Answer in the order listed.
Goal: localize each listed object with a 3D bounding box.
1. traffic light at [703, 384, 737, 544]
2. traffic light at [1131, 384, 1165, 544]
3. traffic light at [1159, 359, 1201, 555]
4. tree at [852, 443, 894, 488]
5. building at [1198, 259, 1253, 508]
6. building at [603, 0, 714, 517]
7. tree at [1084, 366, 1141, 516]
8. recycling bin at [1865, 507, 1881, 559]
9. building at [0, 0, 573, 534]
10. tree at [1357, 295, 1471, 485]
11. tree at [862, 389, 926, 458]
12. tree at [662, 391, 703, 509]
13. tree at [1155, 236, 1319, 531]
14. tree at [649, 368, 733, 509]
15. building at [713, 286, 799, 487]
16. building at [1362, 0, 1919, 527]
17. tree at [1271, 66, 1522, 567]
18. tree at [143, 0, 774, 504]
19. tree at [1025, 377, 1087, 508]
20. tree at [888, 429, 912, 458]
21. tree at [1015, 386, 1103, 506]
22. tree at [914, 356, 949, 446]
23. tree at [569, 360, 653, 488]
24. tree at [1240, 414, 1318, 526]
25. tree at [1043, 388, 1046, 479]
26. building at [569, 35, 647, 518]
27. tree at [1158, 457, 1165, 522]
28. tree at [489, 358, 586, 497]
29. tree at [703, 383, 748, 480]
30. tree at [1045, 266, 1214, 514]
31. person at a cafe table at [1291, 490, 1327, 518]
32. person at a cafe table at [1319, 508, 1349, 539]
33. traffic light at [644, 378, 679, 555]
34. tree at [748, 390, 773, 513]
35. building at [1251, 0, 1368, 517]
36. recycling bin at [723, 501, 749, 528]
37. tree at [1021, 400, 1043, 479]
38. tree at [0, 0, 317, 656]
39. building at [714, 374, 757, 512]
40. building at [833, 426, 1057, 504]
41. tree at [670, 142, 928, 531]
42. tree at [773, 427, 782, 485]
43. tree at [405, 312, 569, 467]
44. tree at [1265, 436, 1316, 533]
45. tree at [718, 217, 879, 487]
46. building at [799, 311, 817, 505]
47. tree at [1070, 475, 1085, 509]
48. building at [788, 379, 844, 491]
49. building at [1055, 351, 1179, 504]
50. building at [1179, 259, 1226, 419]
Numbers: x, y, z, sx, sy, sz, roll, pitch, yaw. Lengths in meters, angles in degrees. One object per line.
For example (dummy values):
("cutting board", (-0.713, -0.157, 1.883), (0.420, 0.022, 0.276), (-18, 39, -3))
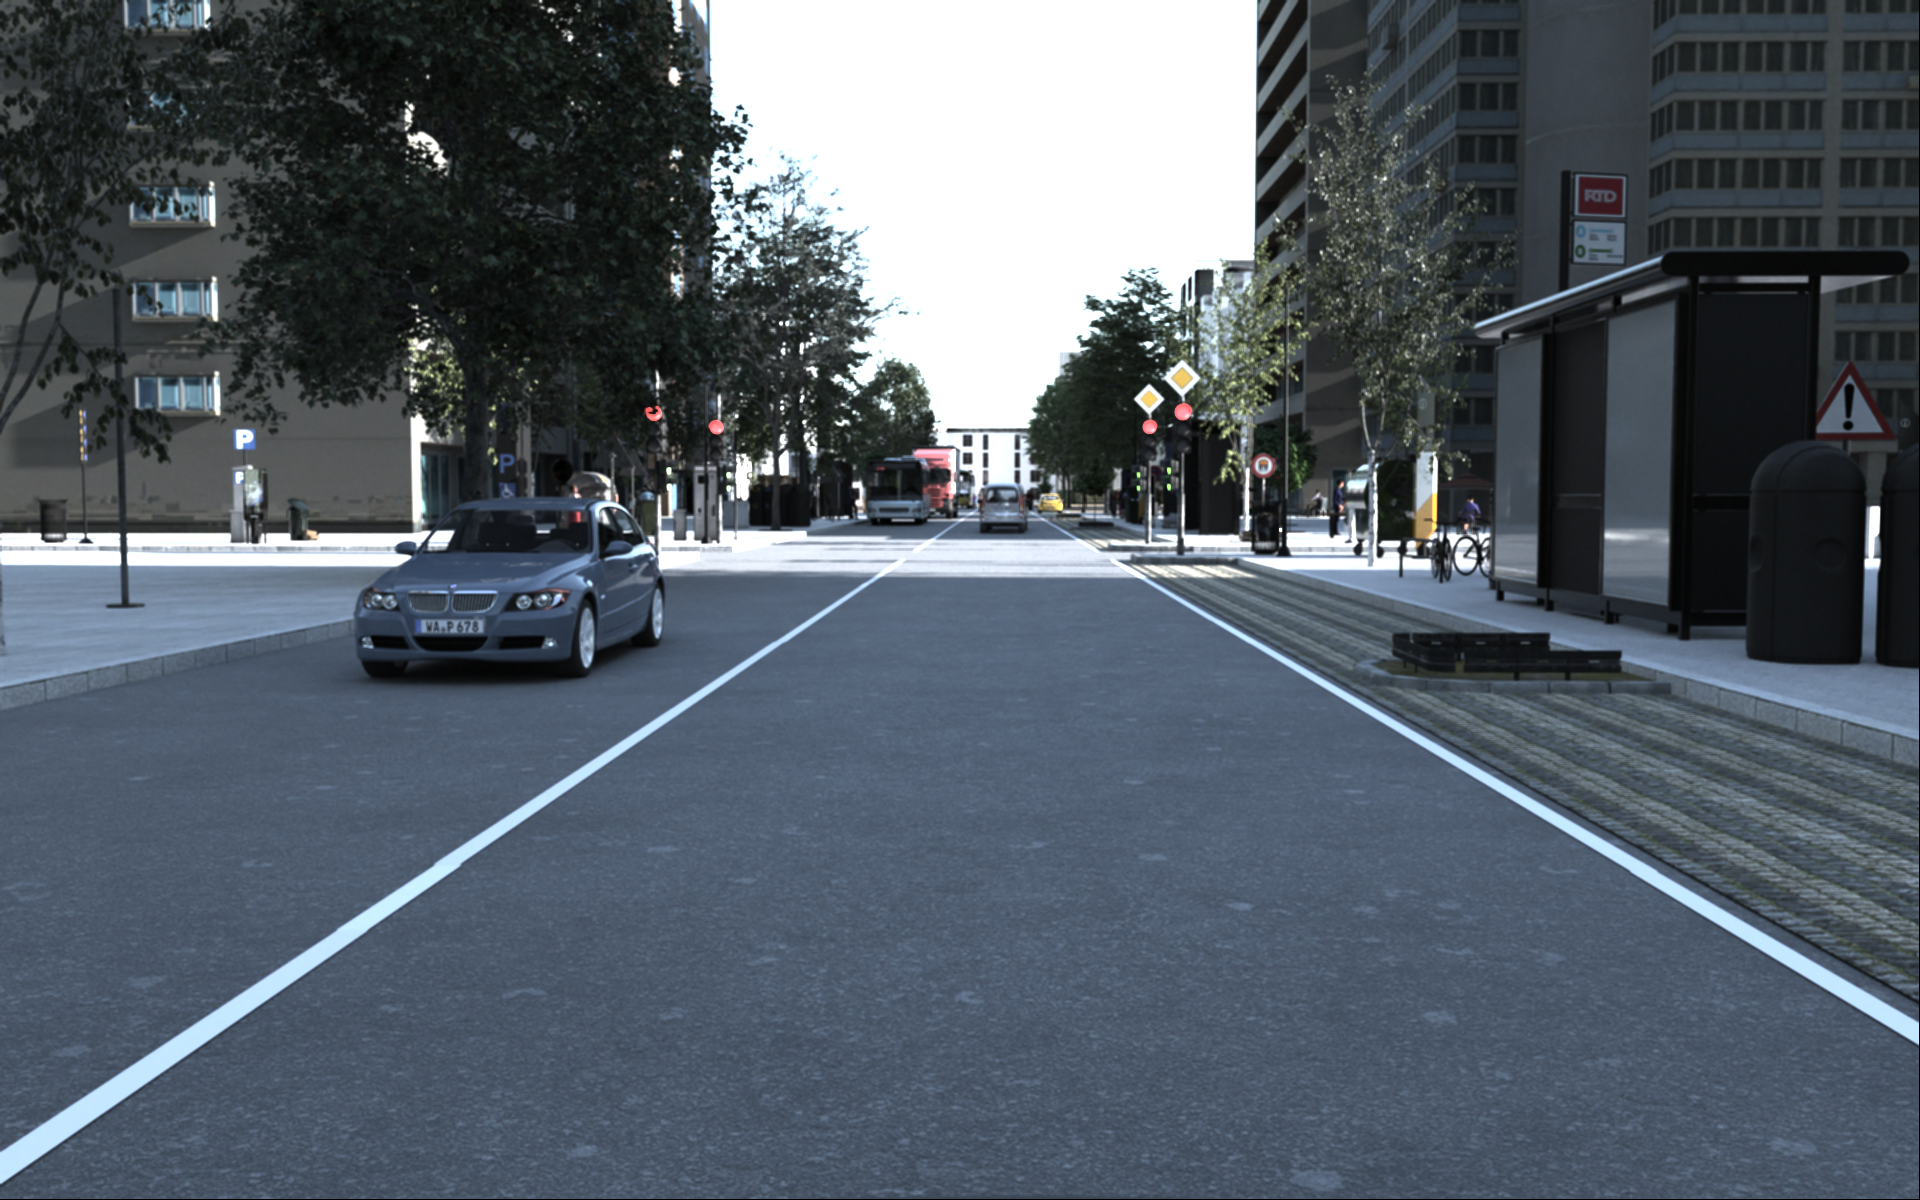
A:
("traffic light", (-6.170, -3.393, 44.404), (0.839, 4.253, 0.868), (0, 4, 1))
("traffic light", (4.789, -3.379, 44.166), (0.839, 4.253, 0.868), (0, 4, 1))
("traffic light", (4.603, -2.891, 36.183), (0.839, 4.253, 0.868), (0, 4, 1))
("tree", (-5.398, -7.797, 111.186), (4.285, 4.588, 4.351), (0, 3, 0))
("building", (28.217, -17.653, 145.046), (16.016, 20.091, 11.380), (0, 4, 1))
("building", (-22.953, -27.757, 103.941), (14.600, 45.320, 14.200), (0, 4, 1))
("tree", (8.865, -9.208, 100.911), (4.360, 8.622, 3.978), (0, 3, 0))
("recycling bin", (18.074, -1.357, 34.740), (0.722, 1.027, 0.722), (-2, 4, -34))
("building", (-28.028, -26.994, 65.062), (21.300, 48.544, 21.600), (0, 4, 1))
("tree", (16.297, -6.909, 63.327), (4.737, 8.622, 4.395), (0, 3, 0))
("tree", (-4.776, -10.312, 118.967), (4.360, 8.622, 3.978), (0, 3, 0))
("tree", (-14.163, -7.685, 76.007), (4.737, 8.622, 4.395), (0, 3, 0))
("tree", (7.872, -6.031, 48.964), (4.737, 8.622, 4.395), (0, 3, 0))
("tree", (-13.135, -8.029, 81.631), (4.360, 8.622, 3.978), (0, 3, 0))
("building", (-23.359, -18.270, 155.134), (16.016, 20.091, 11.380), (0, 4, 1))
("building", (30.690, -23.264, 72.253), (23.993, 40.220, 32.217), (0, 4, 1))
("tree", (7.302, -4.878, 30.111), (4.360, 8.622, 3.978), (0, 3, 0))
("tree", (-7.498, -6.720, 26.880), (9.611, 12.733, 9.660), (0, 3, 0))
("tree", (9.568, -13.992, 154.522), (9.928, 11.665, 9.643), (0, 3, 0))
("tree", (-5.112, -12.591, 156.227), (4.737, 8.622, 4.395), (0, 3, 0))
("tree", (11.152, -17.038, 188.937), (12.009, 13.543, 11.850), (0, 3, 0))
("tree", (-5.186, -13.570, 138.871), (9.611, 12.733, 9.660), (0, 3, 0))
("tree", (-14.714, -7.321, 70.055), (4.737, 8.622, 4.395), (0, 3, 0))
("tree", (13.158, -5.334, 70.923), (4.285, 4.588, 4.351), (0, 3, 0))
("tree", (9.925, -11.872, 112.227), (7.486, 12.596, 7.792), (0, 3, 0))
("building", (-26.949, -39.609, 85.866), (20.563, 71.187, 20.611), (0, 4, 1))
("tree", (9.697, -5.169, 79.112), (1.663, 3.219, 1.824), (0, 3, 0))
("tree", (-15.183, -6.786, 61.309), (4.360, 8.622, 3.978), (0, 3, 0))
("tree", (-13.945, -8.337, 86.667), (4.737, 8.622, 4.395), (0, 3, 0))
("tree", (8.840, -10.264, 85.944), (7.486, 12.596, 7.792), (0, 3, 0))
("person at a cafe table", (19.010, -5.187, 93.317), (1.698, 1.524, 1.622), (-3, 5, -42))
("person at a cafe table", (11.286, -2.392, 49.968), (1.698, 1.238, 1.726), (0, 4, 7))
("traffic light", (-6.355, -2.905, 36.421), (0.839, 4.253, 0.868), (0, 4, 1))
("tree", (-12.308, -9.139, 99.793), (4.737, 8.622, 4.395), (0, 3, 0))
("building", (30.476, -29.578, 107.299), (21.300, 48.544, 21.600), (0, 4, 1))
("recycling bin", (-8.414, -3.211, 65.052), (0.722, 1.027, 0.722), (2, 4, 33))
("tree", (9.564, -15.173, 166.201), (7.486, 12.596, 7.792), (0, 3, 0))
("tree", (-7.420, -3.857, 13.420), (4.360, 8.622, 3.978), (0, 3, 0))
("building", (-20.200, -11.790, 134.919), (9.099, 9.664, 28.070), (0, 4, 1))
("building", (-1.723, -16.942, 219.154), (28.070, 9.664, 9.099), (0, 4, 1))
("tree", (-6.283, -9.146, 59.912), (12.009, 13.543, 11.850), (0, 3, 0))
("tree", (-12.803, -9.670, 108.461), (4.360, 8.622, 3.978), (0, 3, 0))
("tree", (-13.708, -6.000, 48.457), (4.737, 8.622, 4.395), (0, 3, 0))
("tree", (10.820, -3.844, 57.453), (1.663, 3.219, 1.824), (0, 3, 0))
("tree", (-6.861, -9.373, 71.377), (7.486, 12.596, 7.792), (0, 3, 0))
("building", (-20.816, -19.659, 177.843), (11.380, 20.091, 16.016), (0, 4, 1))
("tree", (10.099, -9.174, 144.589), (1.663, 3.219, 1.824), (0, 3, 0))
("building", (-31.419, -21.792, 222.760), (31.486, 18.905, 16.747), (0, 4, 1))
("building", (28.137, -21.751, 222.082), (31.486, 18.905, 16.747), (0, 4, 1))
("building", (34.791, -19.746, 166.825), (27.936, 21.610, 32.646), (0, 4, 1))
